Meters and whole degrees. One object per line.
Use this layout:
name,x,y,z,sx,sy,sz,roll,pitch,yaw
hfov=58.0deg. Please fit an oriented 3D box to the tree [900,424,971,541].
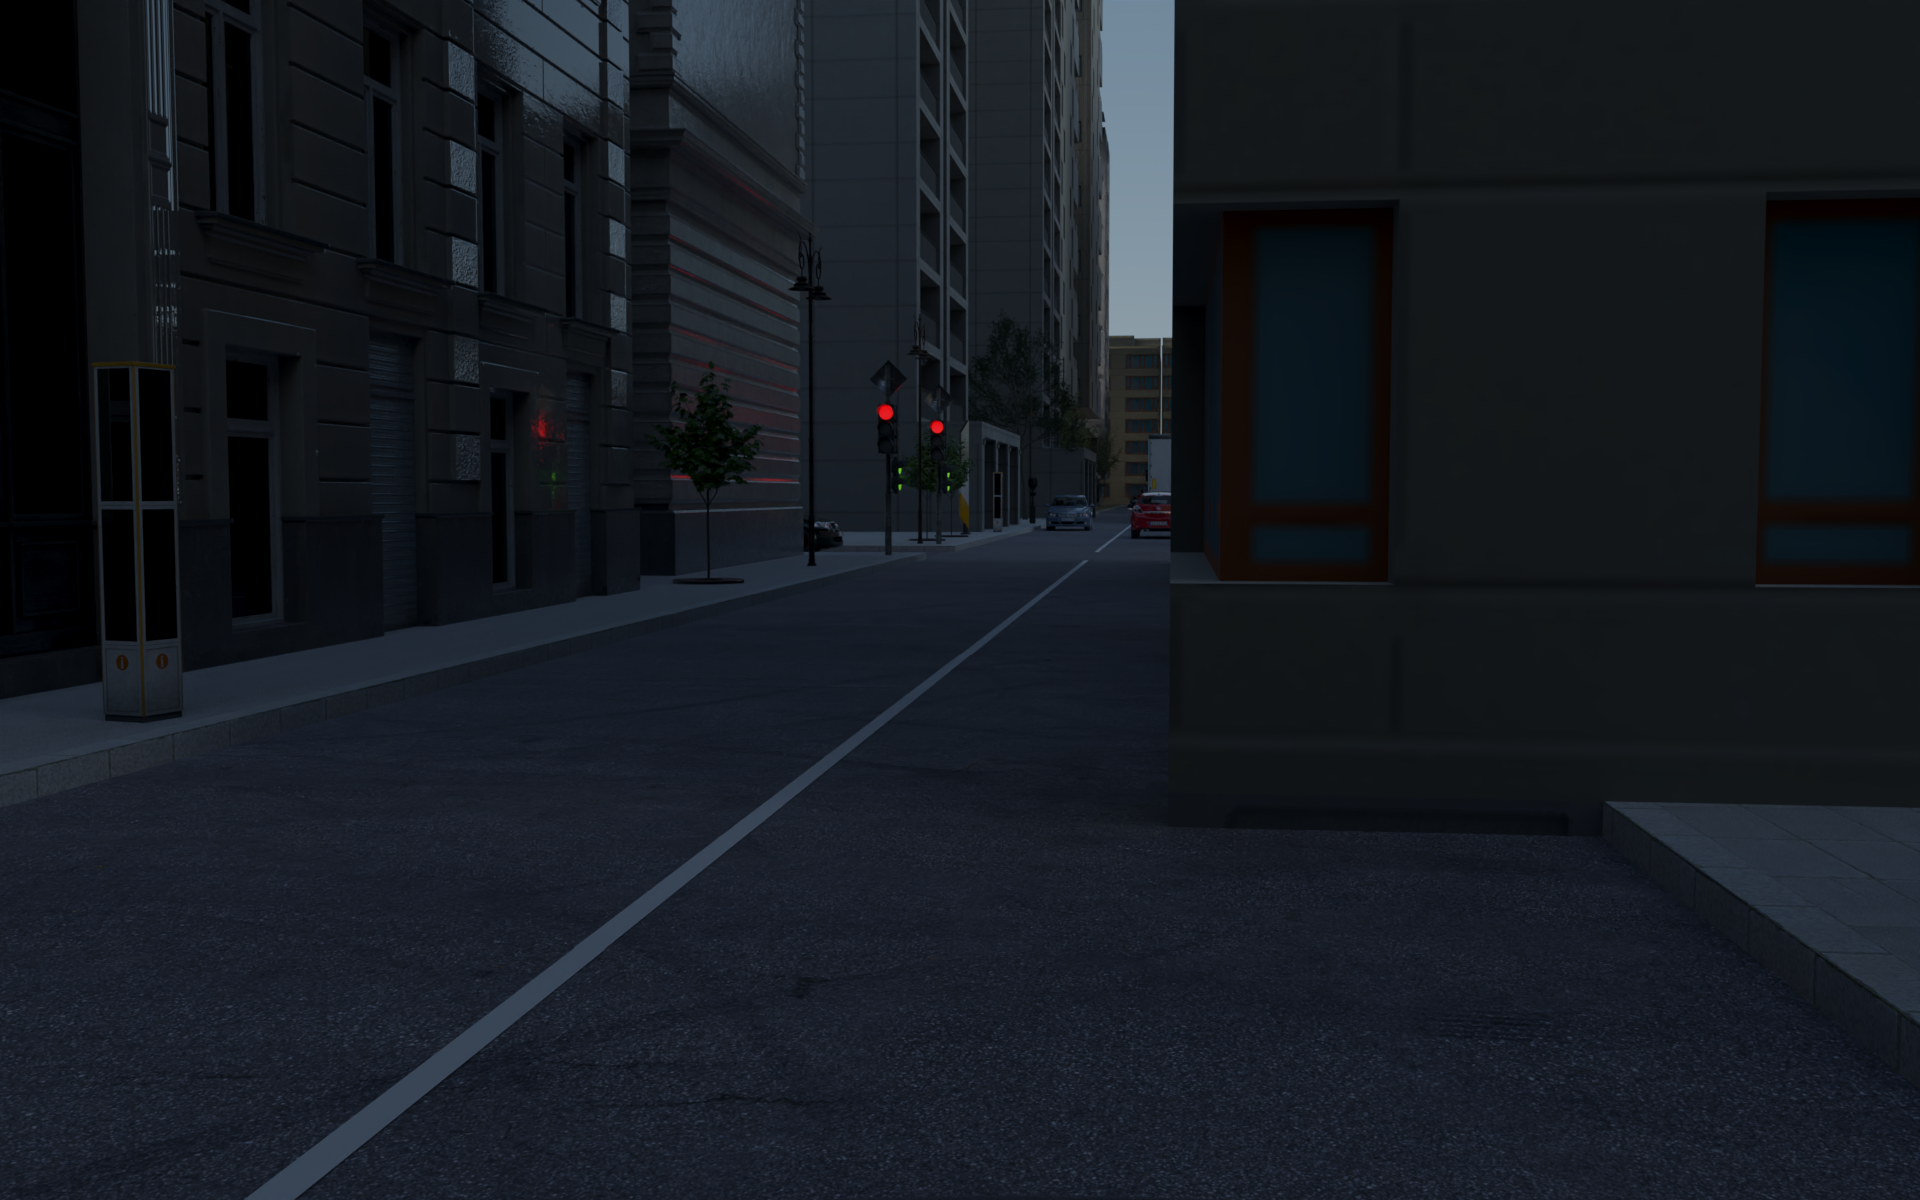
tree,-0.784,-3.246,47.677,1.663,3.219,1.824,0,3,0

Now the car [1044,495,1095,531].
car,4.380,-3.494,69.126,2.014,1.417,4.499,0,4,6

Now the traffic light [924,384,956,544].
traffic light,-0.527,-3.386,44.289,0.839,4.253,0.868,0,4,7

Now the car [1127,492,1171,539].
car,6.548,-2.925,56.861,2.155,1.783,4.494,0,4,7

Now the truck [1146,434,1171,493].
truck,10.675,-5.976,86.614,2.839,4.237,11.283,0,4,7

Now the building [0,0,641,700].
building,-11.333,-13.073,11.007,12.463,27.353,25.104,0,4,7

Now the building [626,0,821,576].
building,-13.058,-12.442,32.297,19.941,23.489,11.050,0,4,7

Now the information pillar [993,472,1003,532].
information pillar,1.277,-3.295,58.367,0.304,2.012,0.304,0,4,6

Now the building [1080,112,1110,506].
building,9.142,-30.856,188.090,14.086,41.232,14.154,0,4,7

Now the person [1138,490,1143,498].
person,18.691,-10.366,177.612,0.705,1.869,1.348,-3,5,-45

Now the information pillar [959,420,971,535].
information pillar,0.134,-3.876,54.724,0.183,3.616,0.504,2,4,31

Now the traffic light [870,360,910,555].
traffic light,-1.491,-2.902,36.362,0.839,4.253,0.868,0,4,7

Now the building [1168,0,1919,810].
building,16.363,-10.667,19.443,27.650,21.520,28.899,0,4,7

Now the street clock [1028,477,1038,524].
street clock,3.154,-4.312,75.070,0.358,2.002,0.471,-2,4,-26

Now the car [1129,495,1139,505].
car,19.536,-10.864,190.210,1.945,1.354,3.894,0,4,6

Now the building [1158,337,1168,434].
building,39.410,-22.515,213.160,28.899,21.520,27.650,0,4,7

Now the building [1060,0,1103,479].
building,-0.708,-34.955,160.754,28.713,52.752,27.495,0,4,7

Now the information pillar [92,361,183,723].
information pillar,-4.653,-0.326,9.815,0.304,2.012,0.304,1,4,20

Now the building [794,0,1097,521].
building,-2.363,-40.502,100.465,20.563,71.187,20.611,0,4,7

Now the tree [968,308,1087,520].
tree,2.951,-9.339,87.112,7.601,10.594,8.767,1,4,11

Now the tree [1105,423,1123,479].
tree,14.609,-13.868,177.111,4.737,8.622,4.395,0,3,0

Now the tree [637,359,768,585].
tree,-3.507,-1.853,24.894,1.663,3.219,1.824,0,3,0

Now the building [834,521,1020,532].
building,-8.147,-38.495,67.638,20.563,71.187,20.611,0,4,7

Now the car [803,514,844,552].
car,-4.898,-1.938,41.473,4.222,1.686,2.009,0,4,7

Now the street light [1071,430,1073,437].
street light,7.369,-8.576,113.009,0.468,5.910,1.993,0,4,7

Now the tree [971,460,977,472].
tree,-0.391,-3.492,51.689,1.663,3.219,1.824,0,3,0

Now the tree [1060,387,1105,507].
tree,7.191,-10.151,116.327,4.737,8.622,4.395,0,3,0

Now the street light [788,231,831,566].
street light,-2.645,-3.544,30.740,0.468,5.910,1.993,0,4,7

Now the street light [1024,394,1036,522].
street light,3.224,-6.490,78.897,0.468,5.910,1.993,0,4,7

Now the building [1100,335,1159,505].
building,10.592,-22.764,217.227,28.899,21.520,27.650,0,4,7

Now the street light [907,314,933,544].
street light,-1.031,-4.392,44.596,0.468,5.910,1.993,0,4,7
